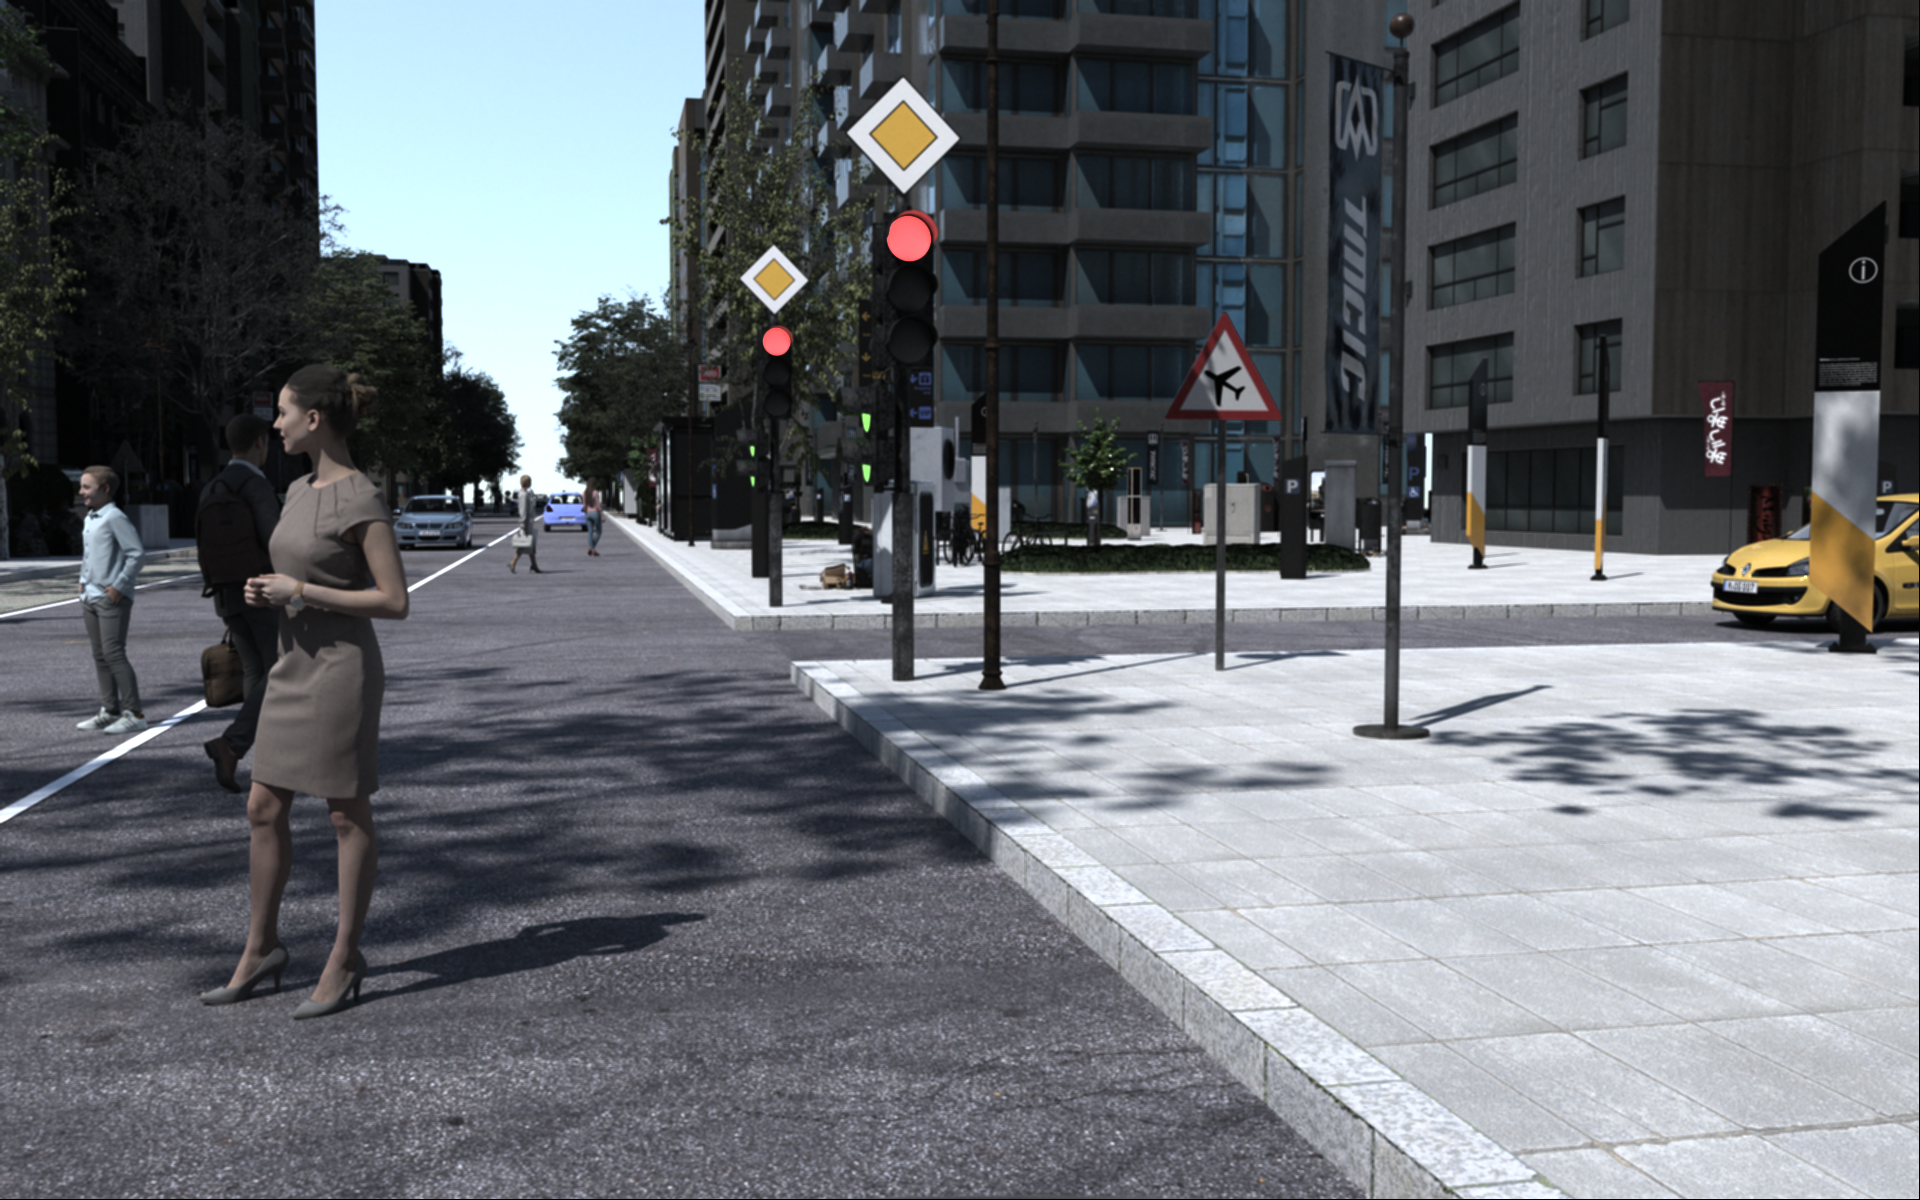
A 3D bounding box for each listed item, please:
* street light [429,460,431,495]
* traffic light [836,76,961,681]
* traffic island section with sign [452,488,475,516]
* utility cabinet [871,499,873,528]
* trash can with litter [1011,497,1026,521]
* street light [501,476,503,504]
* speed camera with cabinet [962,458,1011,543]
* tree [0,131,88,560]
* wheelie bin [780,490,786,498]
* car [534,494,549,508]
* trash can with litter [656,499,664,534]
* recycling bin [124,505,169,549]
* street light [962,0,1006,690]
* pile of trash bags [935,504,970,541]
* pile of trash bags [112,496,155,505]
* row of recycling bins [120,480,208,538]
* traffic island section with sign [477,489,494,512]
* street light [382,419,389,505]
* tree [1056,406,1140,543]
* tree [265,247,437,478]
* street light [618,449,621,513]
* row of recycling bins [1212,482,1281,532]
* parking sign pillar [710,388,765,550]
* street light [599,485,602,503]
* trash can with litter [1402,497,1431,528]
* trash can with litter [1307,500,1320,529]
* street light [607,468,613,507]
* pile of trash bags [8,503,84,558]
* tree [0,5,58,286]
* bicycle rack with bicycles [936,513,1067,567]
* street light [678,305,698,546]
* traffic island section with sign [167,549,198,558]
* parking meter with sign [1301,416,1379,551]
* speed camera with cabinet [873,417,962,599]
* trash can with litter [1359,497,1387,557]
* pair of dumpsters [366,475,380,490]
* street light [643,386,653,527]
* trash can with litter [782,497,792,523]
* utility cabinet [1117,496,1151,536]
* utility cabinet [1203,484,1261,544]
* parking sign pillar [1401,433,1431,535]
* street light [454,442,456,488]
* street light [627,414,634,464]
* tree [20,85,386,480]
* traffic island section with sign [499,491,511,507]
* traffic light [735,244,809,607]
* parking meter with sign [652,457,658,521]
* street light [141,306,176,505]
[{"bbox_3d":[-35.809,-8.817,116.944,0.468,5.910,1.993,-1,4,-12],"label":"street light"},{"bbox_3d":[-0.410,-1.400,11.814,0.839,4.253,0.868,-1,4,-12],"label":"traffic light"},{"bbox_3d":[-33.427,-6.526,115.330,1.989,1.847,2.006,-1,4,-12],"label":"traffic island section with sign"},{"bbox_3d":[-1.257,-1.008,27.647,0.306,1.237,1.020,0,4,-5],"label":"utility cabinet"},{"bbox_3d":[2.073,-2.738,56.146,1.055,1.170,0.624,0,4,-7],"label":"trash can with litter"},{"bbox_3d":[-59.051,-15.314,223.173,0.468,5.910,1.993,-1,4,-12],"label":"street light"},{"bbox_3d":[0.366,-3.098,44.983,2.038,3.252,0.660,-3,4,-37],"label":"speed camera with cabinet"},{"bbox_3d":[-18.652,-5.065,33.167,4.737,8.622,4.395,0,3,0],"label":"tree"},{"bbox_3d":[-8.345,-4.397,79.803,0.693,1.594,0.980,-1,4,-11],"label":"wheelie bin"},{"bbox_3d":[-40.020,-9.507,165.225,2.009,1.686,4.222,-1,4,-14],"label":"car"},{"bbox_3d":[-9.617,-2.739,56.171,0.624,1.170,1.055,-1,4,-19],"label":"trash can with litter"},{"bbox_3d":[-19.102,-1.719,40.664,0.722,1.027,0.722,2,4,34],"label":"recycling bin"},{"bbox_3d":[0.211,-2.351,11.228,0.468,5.910,1.993,-1,4,-12],"label":"street light"},{"bbox_3d":[0.210,-2.324,47.743,1.912,1.369,3.447,-1,4,-19],"label":"pile of trash bags"},{"bbox_3d":[-21.611,-2.118,44.387,1.912,1.369,3.447,-1,4,-15],"label":"pile of trash bags"},{"bbox_3d":[-22.638,-2.647,50.399,3.534,1.692,1.069,0,4,1],"label":"row of recycling bins"},{"bbox_3d":[-39.194,-8.137,141.664,1.989,1.847,2.006,-1,4,-12],"label":"traffic island section with sign"},{"bbox_3d":[-30.433,-7.294,92.040,0.468,5.910,1.993,-1,4,-12],"label":"street light"},{"bbox_3d":[3.045,-2.668,38.224,1.663,3.219,1.824,0,3,0],"label":"tree"},{"bbox_3d":[-28.356,-9.921,80.330,7.486,12.596,7.792,0,3,0],"label":"tree"},{"bbox_3d":[-23.052,-8.823,117.049,0.468,5.910,1.993,-1,4,-12],"label":"street light"},{"bbox_3d":[9.847,-3.151,58.638,3.534,1.692,1.069,-2,4,-27],"label":"row of recycling bins"},{"bbox_3d":[-5.139,-3.190,40.624,1.447,3.967,1.447,-2,4,-23],"label":"parking sign pillar"},{"bbox_3d":[-40.527,-13.724,197.173,0.468,5.910,1.993,-1,4,-12],"label":"street light"},{"bbox_3d":[16.254,-3.085,61.831,1.055,1.170,0.624,0,4,-3],"label":"trash can with litter"},{"bbox_3d":[12.842,-3.159,63.031,0.624,1.170,1.055,0,4,7],"label":"trash can with litter"},{"bbox_3d":[-28.479,-10.346,141.941,0.468,5.910,1.993,-1,4,-12],"label":"street light"},{"bbox_3d":[-19.807,-1.631,36.412,3.447,1.369,1.912,3,5,40],"label":"pile of trash bags"},{"bbox_3d":[-16.413,-5.994,23.763,9.928,11.665,9.643,0,3,0],"label":"tree"},{"bbox_3d":[0.587,-1.101,31.391,2.852,0.926,2.925,2,4,27],"label":"bicycle rack with bicycles"},{"bbox_3d":[-6.608,-4.261,42.451,0.468,5.910,1.993,-1,4,-12],"label":"street light"},{"bbox_3d":[-16.852,-1.891,39.539,1.989,1.847,2.006,-1,4,-12],"label":"traffic island section with sign"},{"bbox_3d":[8.580,-2.614,38.997,1.738,3.016,0.543,0,4,7],"label":"parking meter with sign"},{"bbox_3d":[-0.562,-1.696,22.059,0.660,3.252,2.038,1,4,13],"label":"speed camera with cabinet"},{"bbox_3d":[8.095,-1.514,35.818,2.233,1.210,1.678,-2,4,-23],"label":"trash can with litter"},{"bbox_3d":[-30.551,-5.250,88.327,1.574,2.255,4.437,-1,4,-12],"label":"pair of dumpsters"},{"bbox_3d":[-12.121,-5.801,67.636,0.468,5.910,1.993,-1,4,-12],"label":"street light"},{"bbox_3d":[-5.917,-2.948,59.580,0.624,1.170,1.055,-2,4,-34],"label":"trash can with litter"},{"bbox_3d":[5.265,-2.530,52.534,1.020,1.237,0.306,-2,4,-25],"label":"utility cabinet"},{"bbox_3d":[5.726,-1.703,36.518,1.173,1.500,0.318,2,4,35],"label":"utility cabinet"},{"bbox_3d":[14.340,-4.035,54.451,1.447,3.967,1.447,1,4,20],"label":"parking sign pillar"},{"bbox_3d":[-41.333,-10.338,141.815,0.468,5.910,1.993,-1,4,-12],"label":"street light"},{"bbox_3d":[-17.647,-7.328,92.600,0.468,5.910,1.993,-1,4,-12],"label":"street light"},{"bbox_3d":[-22.669,-8.686,52.392,12.009,13.543,11.850,0,3,0],"label":"tree"},{"bbox_3d":[-50.984,-11.436,195.608,1.989,1.847,2.006,-1,4,-12],"label":"traffic island section with sign"},{"bbox_3d":[-2.117,-1.877,19.616,0.839,4.253,0.868,-1,4,-12],"label":"traffic light"},{"bbox_3d":[-14.165,-5.343,83.617,1.738,3.016,0.543,-3,5,-39],"label":"parking meter with sign"},{"bbox_3d":[-19.682,-4.274,42.660,0.468,5.910,1.993,-1,4,-12],"label":"street light"}]
